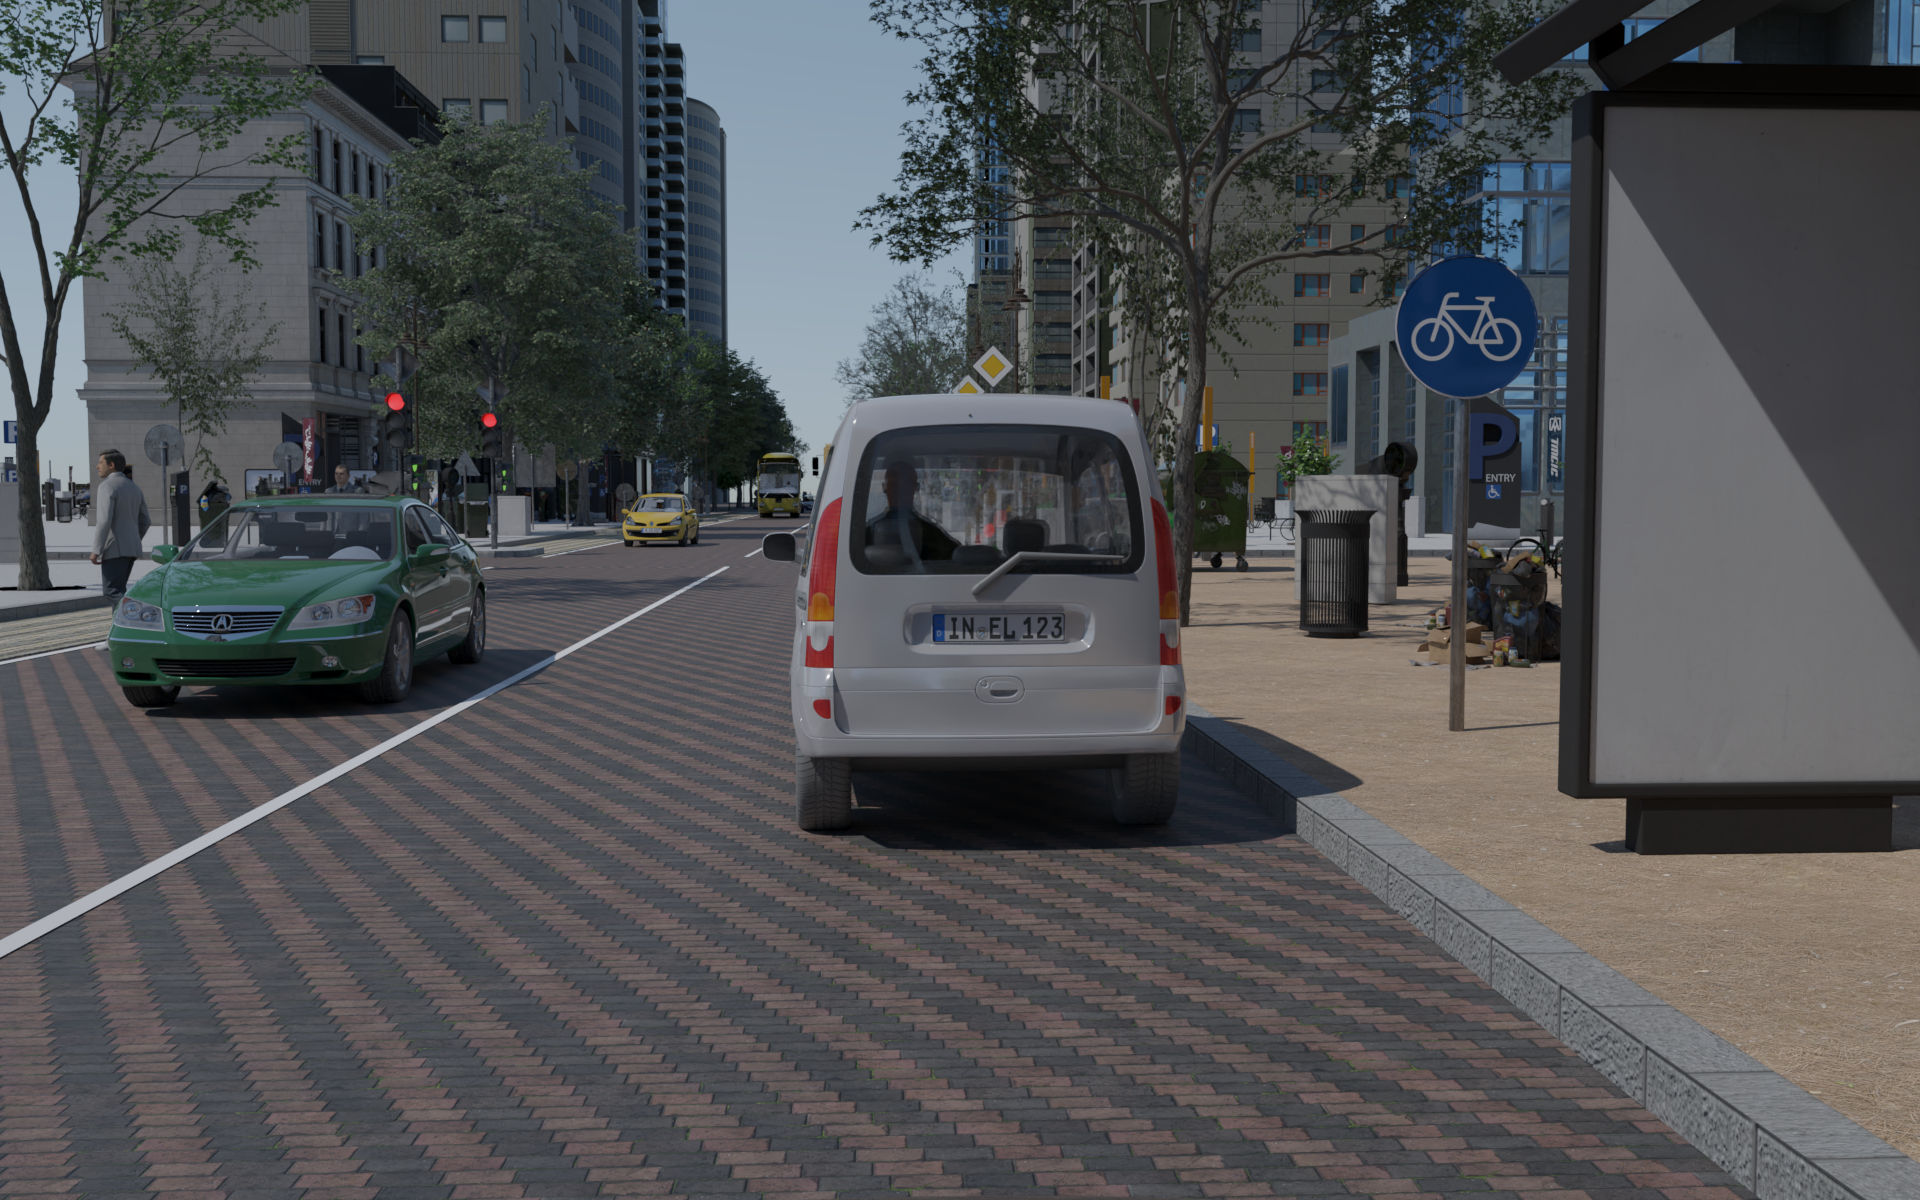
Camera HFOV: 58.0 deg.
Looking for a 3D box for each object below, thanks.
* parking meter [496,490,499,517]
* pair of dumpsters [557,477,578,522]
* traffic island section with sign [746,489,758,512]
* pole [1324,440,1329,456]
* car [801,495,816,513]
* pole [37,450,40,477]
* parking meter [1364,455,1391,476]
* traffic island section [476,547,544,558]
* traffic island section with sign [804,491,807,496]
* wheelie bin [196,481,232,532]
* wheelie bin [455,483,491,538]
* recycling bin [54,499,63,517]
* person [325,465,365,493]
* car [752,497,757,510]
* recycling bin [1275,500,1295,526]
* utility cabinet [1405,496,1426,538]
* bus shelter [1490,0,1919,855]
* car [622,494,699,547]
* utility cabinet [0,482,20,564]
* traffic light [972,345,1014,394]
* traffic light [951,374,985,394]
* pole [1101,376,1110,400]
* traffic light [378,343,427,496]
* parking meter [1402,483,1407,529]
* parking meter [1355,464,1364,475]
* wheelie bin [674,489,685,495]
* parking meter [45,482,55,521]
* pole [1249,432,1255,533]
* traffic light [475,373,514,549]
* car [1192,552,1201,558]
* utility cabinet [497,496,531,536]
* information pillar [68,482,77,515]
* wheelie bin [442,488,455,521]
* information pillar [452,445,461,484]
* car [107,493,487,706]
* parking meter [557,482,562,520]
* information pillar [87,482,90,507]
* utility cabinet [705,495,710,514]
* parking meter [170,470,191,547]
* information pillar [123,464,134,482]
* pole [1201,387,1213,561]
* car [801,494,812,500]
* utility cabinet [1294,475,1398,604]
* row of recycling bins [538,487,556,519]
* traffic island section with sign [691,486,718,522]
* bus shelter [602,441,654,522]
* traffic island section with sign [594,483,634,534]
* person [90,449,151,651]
[{"bbox_3d":[-25.859,-5.411,96.887,0.372,1.533,0.369,0,3,0],"label":"parking meter"},{"bbox_3d":[-18.184,-4.903,82.657,1.574,2.255,4.437,0,4,-3],"label":"pair of dumpsters"},{"bbox_3d":[-16.311,-8.050,140.245,1.989,1.847,2.006,0,4,-3],"label":"traffic island section with sign"},{"bbox_3d":[13.911,-4.401,65.805,0.158,3.312,0.155,0,3,0],"label":"pole"},{"bbox_3d":[-11.236,-7.267,131.398,1.945,1.354,3.894,0,4,-5],"label":"car"},{"bbox_3d":[-42.449,-5.255,79.757,0.158,3.312,0.155,0,3,0],"label":"pole"},{"bbox_3d":[6.295,-1.235,25.903,0.255,1.863,0.399,-1,4,-19],"label":"parking meter"},{"bbox_3d":[-10.862,-1.105,40.344,2.009,0.180,2.903,0,4,-3],"label":"traffic island section"},{"bbox_3d":[-22.261,-14.735,249.541,1.989,1.847,2.006,0,4,-3],"label":"traffic island section with sign"},{"bbox_3d":[-17.776,-2.044,41.327,0.693,1.594,0.980,-1,4,-10],"label":"wheelie bin"},{"bbox_3d":[-14.130,-2.607,50.537,0.980,1.594,0.693,-1,4,-19],"label":"wheelie bin"},{"bbox_3d":[-50.944,-5.192,97.439,0.722,1.027,0.722,3,5,45],"label":"recycling bin"},{"bbox_3d":[-8.016,-0.843,22.383,0.694,1.812,0.767,0,4,5],"label":"person"},{"bbox_3d":[-16.308,-8.308,144.624,1.959,1.807,4.718,0,4,-2],"label":"car"},{"bbox_3d":[13.152,-3.490,69.614,0.722,1.027,0.722,-3,5,-44],"label":"recycling bin"},{"bbox_3d":[13.161,-2.424,50.801,0.306,1.237,1.020,-2,4,-34],"label":"utility cabinet"},{"bbox_3d":[3.085,-0.594,3.639,2.014,3.302,5.546,0,4,-3],"label":"bus shelter"},{"bbox_3d":[-8.309,-2.325,48.242,2.015,1.641,3.980,0,4,-2],"label":"car"},{"bbox_3d":[-17.423,-1.401,31.590,1.173,1.500,0.318,-2,4,-25],"label":"utility cabinet"},{"bbox_3d":[0.606,-2.687,32.850,0.839,4.253,0.868,0,4,-3],"label":"traffic light"},{"bbox_3d":[0.172,-3.174,40.823,0.839,4.253,0.868,0,4,-3],"label":"traffic light"},{"bbox_3d":[2.516,-2.216,30.076,0.158,3.312,0.155,0,3,0],"label":"pole"},{"bbox_3d":[-10.388,-2.649,32.238,0.839,4.253,0.868,0,4,-3],"label":"traffic light"},{"bbox_3d":[6.177,-1.000,24.768,0.372,1.533,0.369,0,3,0],"label":"parking meter"},{"bbox_3d":[7.120,-1.512,30.430,0.399,1.863,0.255,1,4,23],"label":"parking meter"},{"bbox_3d":[-16.193,-5.612,99.667,0.693,1.594,0.980,-2,4,-28],"label":"wheelie bin"},{"bbox_3d":[-43.175,-4.676,82.167,0.255,1.863,0.399,0,4,8],"label":"parking meter"},{"bbox_3d":[9.554,-3.845,56.707,0.158,3.312,0.155,0,3,0],"label":"pole"},{"bbox_3d":[-10.822,-3.137,40.211,0.839,4.253,0.868,0,4,-3],"label":"traffic light"},{"bbox_3d":[3.321,-1.713,36.811,4.718,1.807,1.959,0,4,-3],"label":"car"},{"bbox_3d":[-13.671,-2.568,53.152,1.020,1.237,0.306,1,4,20],"label":"utility cabinet"},{"bbox_3d":[-53.310,-6.086,103.994,0.304,2.012,0.304,1,4,14],"label":"information pillar"},{"bbox_3d":[-16.205,-2.918,55.625,0.693,1.594,0.980,1,4,21],"label":"wheelie bin"},{"bbox_3d":[-23.883,-5.555,82.183,0.183,3.616,0.504,2,4,26],"label":"information pillar"},{"bbox_3d":[-4.869,-0.092,13.306,2.131,1.459,4.920,0,4,-5],"label":"car"},{"bbox_3d":[-20.067,-4.963,86.850,0.255,1.863,0.399,-1,4,-8],"label":"parking meter"},{"bbox_3d":[-55.128,-6.444,109.853,0.304,2.012,0.304,-3,5,-45],"label":"information pillar"},{"bbox_3d":[-16.555,-6.258,113.476,0.306,1.237,1.020,-1,4,-10],"label":"utility cabinet"},{"bbox_3d":[-18.933,-2.223,42.056,0.255,1.863,0.399,2,4,33],"label":"parking meter"},{"bbox_3d":[-20.388,-2.318,42.387,0.304,2.012,0.304,-3,4,-36],"label":"information pillar"},{"bbox_3d":[4.707,-2.393,32.977,0.158,3.312,0.155,0,3,0],"label":"pole"},{"bbox_3d":[-22.308,-14.965,254.894,2.015,1.641,3.980,0,4,-4],"label":"car"},{"bbox_3d":[4.540,-0.715,20.365,1.173,1.500,0.318,3,5,40],"label":"utility cabinet"},{"bbox_3d":[-21.566,-4.869,86.728,1.069,1.692,3.534,2,4,24],"label":"row of recycling bins"},{"bbox_3d":[-13.560,-4.961,89.734,1.989,1.847,2.006,0,4,-3],"label":"traffic island section with sign"},{"bbox_3d":[-16.287,-6.477,83.535,2.179,5.291,8.768,0,4,-3],"label":"bus shelter"},{"bbox_3d":[-12.081,-3.294,62.486,1.989,1.847,2.006,0,4,-3],"label":"traffic island section with sign"},{"bbox_3d":[-7.557,-0.451,15.721,0.795,1.843,0.661,1,4,9],"label":"person"}]
